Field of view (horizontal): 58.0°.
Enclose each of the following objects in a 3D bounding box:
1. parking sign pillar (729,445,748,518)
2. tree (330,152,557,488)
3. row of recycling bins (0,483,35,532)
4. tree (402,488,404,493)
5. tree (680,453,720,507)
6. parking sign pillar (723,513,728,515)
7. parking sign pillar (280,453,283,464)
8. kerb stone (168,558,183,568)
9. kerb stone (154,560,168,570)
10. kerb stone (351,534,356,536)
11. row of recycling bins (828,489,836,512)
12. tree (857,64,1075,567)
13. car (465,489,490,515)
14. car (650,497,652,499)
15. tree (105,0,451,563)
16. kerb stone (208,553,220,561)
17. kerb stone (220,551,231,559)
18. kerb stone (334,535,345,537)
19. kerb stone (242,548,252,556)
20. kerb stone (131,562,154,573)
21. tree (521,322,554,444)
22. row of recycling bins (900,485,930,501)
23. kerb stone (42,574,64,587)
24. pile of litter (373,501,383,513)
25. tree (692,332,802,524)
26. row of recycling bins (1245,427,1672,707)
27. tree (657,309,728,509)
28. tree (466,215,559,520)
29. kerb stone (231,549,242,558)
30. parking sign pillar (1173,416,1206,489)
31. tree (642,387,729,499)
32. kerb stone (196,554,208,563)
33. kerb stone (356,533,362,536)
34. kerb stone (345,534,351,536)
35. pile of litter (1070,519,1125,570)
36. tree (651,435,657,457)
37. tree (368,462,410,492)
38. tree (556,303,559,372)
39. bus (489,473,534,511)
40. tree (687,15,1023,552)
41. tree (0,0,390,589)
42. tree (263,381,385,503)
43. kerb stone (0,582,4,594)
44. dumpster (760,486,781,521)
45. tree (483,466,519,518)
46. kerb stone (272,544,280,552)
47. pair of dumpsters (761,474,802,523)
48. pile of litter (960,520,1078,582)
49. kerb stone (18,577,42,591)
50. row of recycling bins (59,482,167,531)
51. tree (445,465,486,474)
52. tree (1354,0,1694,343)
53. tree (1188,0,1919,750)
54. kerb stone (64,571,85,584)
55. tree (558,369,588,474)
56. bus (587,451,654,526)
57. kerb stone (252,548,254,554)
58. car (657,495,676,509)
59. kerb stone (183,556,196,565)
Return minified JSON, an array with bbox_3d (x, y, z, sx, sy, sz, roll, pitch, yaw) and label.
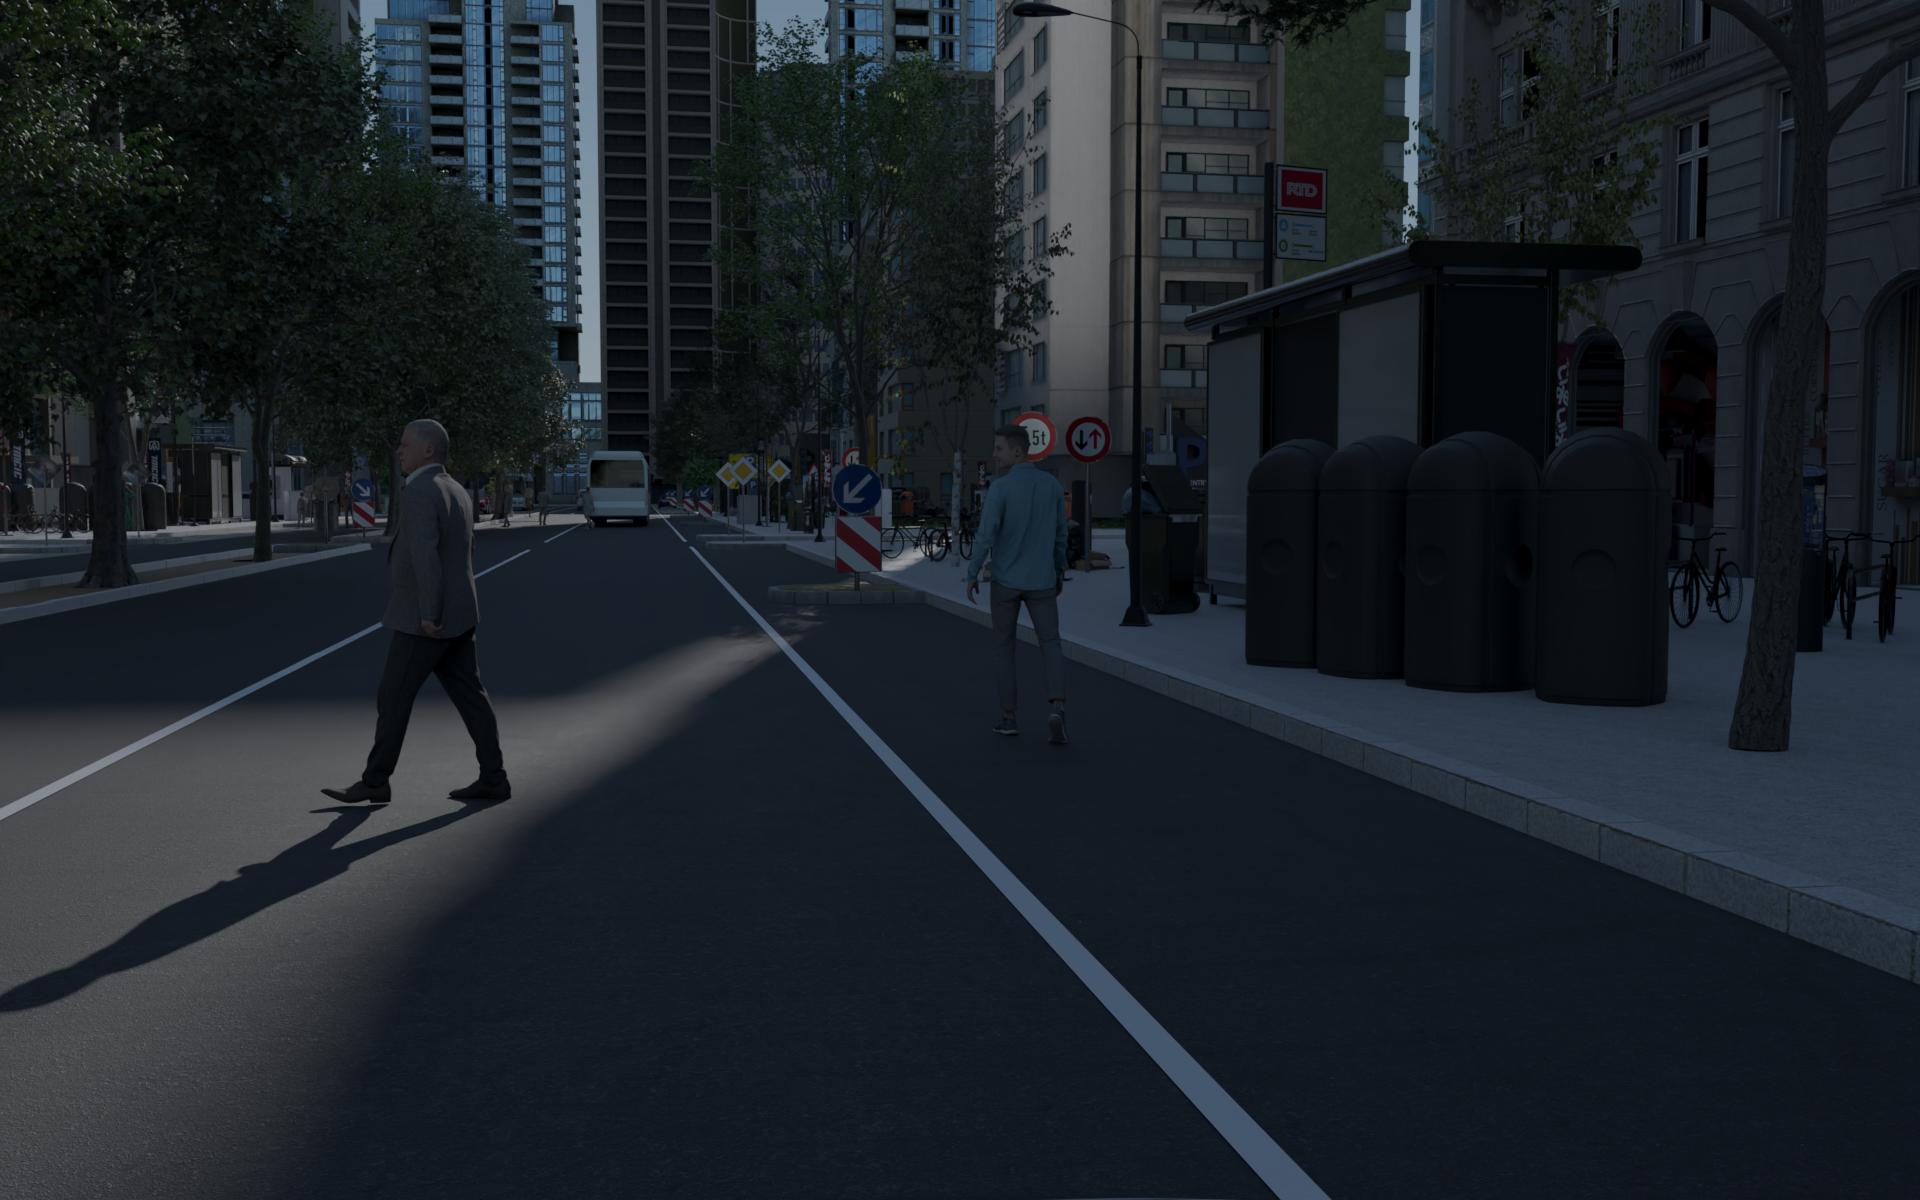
[{"bbox_3d":[-11.562,-6.503,94.794,1.447,3.967,1.447,1,4,19],"label":"parking sign pillar"},{"bbox_3d":[-20.229,-9.554,65.314,9.857,13.997,8.962,0,3,0],"label":"tree"},{"bbox_3d":[-33.114,-3.165,58.854,1.069,1.692,3.534,1,4,20],"label":"row of recycling bins"},{"bbox_3d":[-42.616,-8.491,133.427,1.663,3.219,1.824,0,3,0],"label":"tree"},{"bbox_3d":[-20.622,-9.487,138.833,4.285,4.588,4.351,0,3,0],"label":"tree"},{"bbox_3d":[-13.342,-6.976,102.524,1.447,3.967,1.447,-1,4,-16],"label":"parking sign pillar"},{"bbox_3d":[-44.994,-7.657,113.660,1.447,3.967,1.447,1,4,8],"label":"parking sign pillar"},{"bbox_3d":[-15.437,-0.714,33.867,0.120,0.150,1.000,-1,4,-10],"label":"kerb stone"},{"bbox_3d":[-15.266,-0.648,32.859,0.120,0.150,1.000,-1,4,-10],"label":"kerb stone"},{"bbox_3d":[-19.261,-1.974,54.605,0.120,0.150,1.000,-1,4,-10],"label":"kerb stone"},{"bbox_3d":[-7.944,-7.318,126.762,3.534,1.692,1.069,-2,4,-25],"label":"row of recycling bins"},{"bbox_3d":[-0.049,-4.907,30.597,4.360,8.622,3.978,0,3,0],"label":"tree"},{"bbox_3d":[-34.463,-6.983,122.844,2.281,1.827,5.304,-1,4,-12],"label":"car"},{"bbox_3d":[-31.331,-9.831,169.768,2.155,1.783,4.494,-1,4,-10],"label":"car"},{"bbox_3d":[-14.577,-6.598,36.089,9.928,11.665,9.643,0,3,0],"label":"tree"},{"bbox_3d":[-16.004,-0.899,36.894,0.120,0.150,1.000,-1,4,-10],"label":"kerb stone"},{"bbox_3d":[-16.188,-0.956,37.903,0.120,0.150,1.000,-1,4,-10],"label":"kerb stone"},{"bbox_3d":[-18.891,-1.859,52.593,0.120,0.150,1.000,-1,4,-10],"label":"kerb stone"},{"bbox_3d":[-16.559,-1.085,39.928,0.120,0.150,1.000,-1,4,-10],"label":"kerb stone"},{"bbox_3d":[-15.073,-0.586,31.846,0.120,0.150,1.000,-1,4,-10],"label":"kerb stone"},{"bbox_3d":[-23.855,-9.611,85.347,9.928,11.665,9.643,0,3,0],"label":"tree"},{"bbox_3d":[-2.210,-5.263,93.160,1.069,1.692,3.534,1,4,9],"label":"row of recycling bins"},{"bbox_3d":[-14.146,-0.283,26.819,0.120,0.150,1.000,-1,4,-10],"label":"kerb stone"},{"bbox_3d":[-39.934,-6.325,117.371,1.719,0.858,1.176,-2,4,-33],"label":"pile of litter"},{"bbox_3d":[-8.284,-7.500,72.985,4.360,8.622,3.978,0,3,0],"label":"tree"},{"bbox_3d":[3.264,-0.293,11.908,1.069,1.692,3.534,-2,4,-32],"label":"row of recycling bins"},{"bbox_3d":[-6.135,-7.846,62.690,8.767,10.594,7.601,-1,4,-14],"label":"tree"},{"bbox_3d":[-18.232,-8.327,55.617,9.611,12.733,9.660,0,3,0],"label":"tree"},{"bbox_3d":[-16.375,-1.023,38.921,0.120,0.150,1.000,-1,4,-10],"label":"kerb stone"},{"bbox_3d":[8.017,-4.361,59.775,1.447,3.967,1.447,-1,4,-11],"label":"parking sign pillar"},{"bbox_3d":[-31.258,-17.895,199.243,9.857,13.997,8.962,0,3,0],"label":"tree"},{"bbox_3d":[-15.816,-0.837,35.889,0.120,0.150,1.000,-1,4,-10],"label":"kerb stone"},{"bbox_3d":[-19.442,-2.044,55.616,0.120,0.150,1.000,-1,4,-10],"label":"kerb stone"},{"bbox_3d":[-19.074,-1.921,53.599,0.120,0.150,1.000,-1,4,-10],"label":"kerb stone"},{"bbox_3d":[2.057,-0.948,29.464,1.719,0.858,1.176,-1,4,-18],"label":"pile of litter"},{"bbox_3d":[-16.174,-11.292,119.043,8.767,10.594,7.601,1,4,9],"label":"tree"},{"bbox_3d":[-40.704,-8.609,124.474,4.285,4.588,4.351,0,3,0],"label":"tree"},{"bbox_3d":[-21.886,-10.153,75.115,9.857,13.997,8.962,0,3,0],"label":"tree"},{"bbox_3d":[-38.276,-9.391,148.395,2.948,3.499,13.247,-1,4,-10],"label":"bus"},{"bbox_3d":[-2.223,-6.884,38.312,9.928,11.665,9.643,0,3,0],"label":"tree"},{"bbox_3d":[-13.051,-6.535,26.320,9.611,12.733,9.660,0,3,0],"label":"tree"},{"bbox_3d":[-34.675,-9.835,95.217,7.601,10.594,8.767,0,4,-1],"label":"tree"},{"bbox_3d":[-13.775,-0.157,24.807,0.120,0.150,1.000,-1,4,-10],"label":"kerb stone"},{"bbox_3d":[-9.035,-4.654,81.845,1.264,1.857,1.865,-1,4,-10],"label":"dumpster"},{"bbox_3d":[-28.181,-9.496,108.086,4.360,8.622,3.978,0,3,0],"label":"tree"},{"bbox_3d":[-17.299,-1.332,43.975,0.120,0.150,1.000,-1,4,-10],"label":"kerb stone"},{"bbox_3d":[-8.092,-4.664,78.751,1.574,2.255,4.437,-1,4,-10],"label":"pair of dumpsters"},{"bbox_3d":[0.820,-0.707,25.525,1.719,0.858,1.176,0,4,2],"label":"pile of litter"},{"bbox_3d":[-13.961,-0.221,25.812,0.120,0.150,1.000,-1,4,-10],"label":"kerb stone"},{"bbox_3d":[-30.113,-3.337,61.668,1.069,1.692,3.534,3,5,44],"label":"row of recycling bins"},{"bbox_3d":[-47.714,-14.125,165.351,8.767,10.594,7.601,0,4,-1],"label":"tree"},{"bbox_3d":[7.924,-4.497,23.893,4.737,8.622,4.395,0,3,0],"label":"tree"},{"bbox_3d":[4.339,-4.517,8.264,7.601,10.594,8.767,1,4,21],"label":"tree"},{"bbox_3d":[-14.330,-0.340,27.824,0.120,0.150,1.000,-1,4,-10],"label":"kerb stone"},{"bbox_3d":[-25.383,-10.739,95.050,9.611,12.733,9.660,0,3,0],"label":"tree"},{"bbox_3d":[-15.770,-5.247,80.644,2.948,3.499,13.247,-1,4,-10],"label":"bus"},{"bbox_3d":[-16.752,-1.142,40.940,0.120,0.150,1.000,-1,4,-10],"label":"kerb stone"},{"bbox_3d":[-28.117,-9.401,166.284,1.945,1.354,3.894,-1,4,-10],"label":"car"},{"bbox_3d":[-15.629,-0.776,34.878,0.120,0.150,1.000,-1,4,-10],"label":"kerb stone"}]
